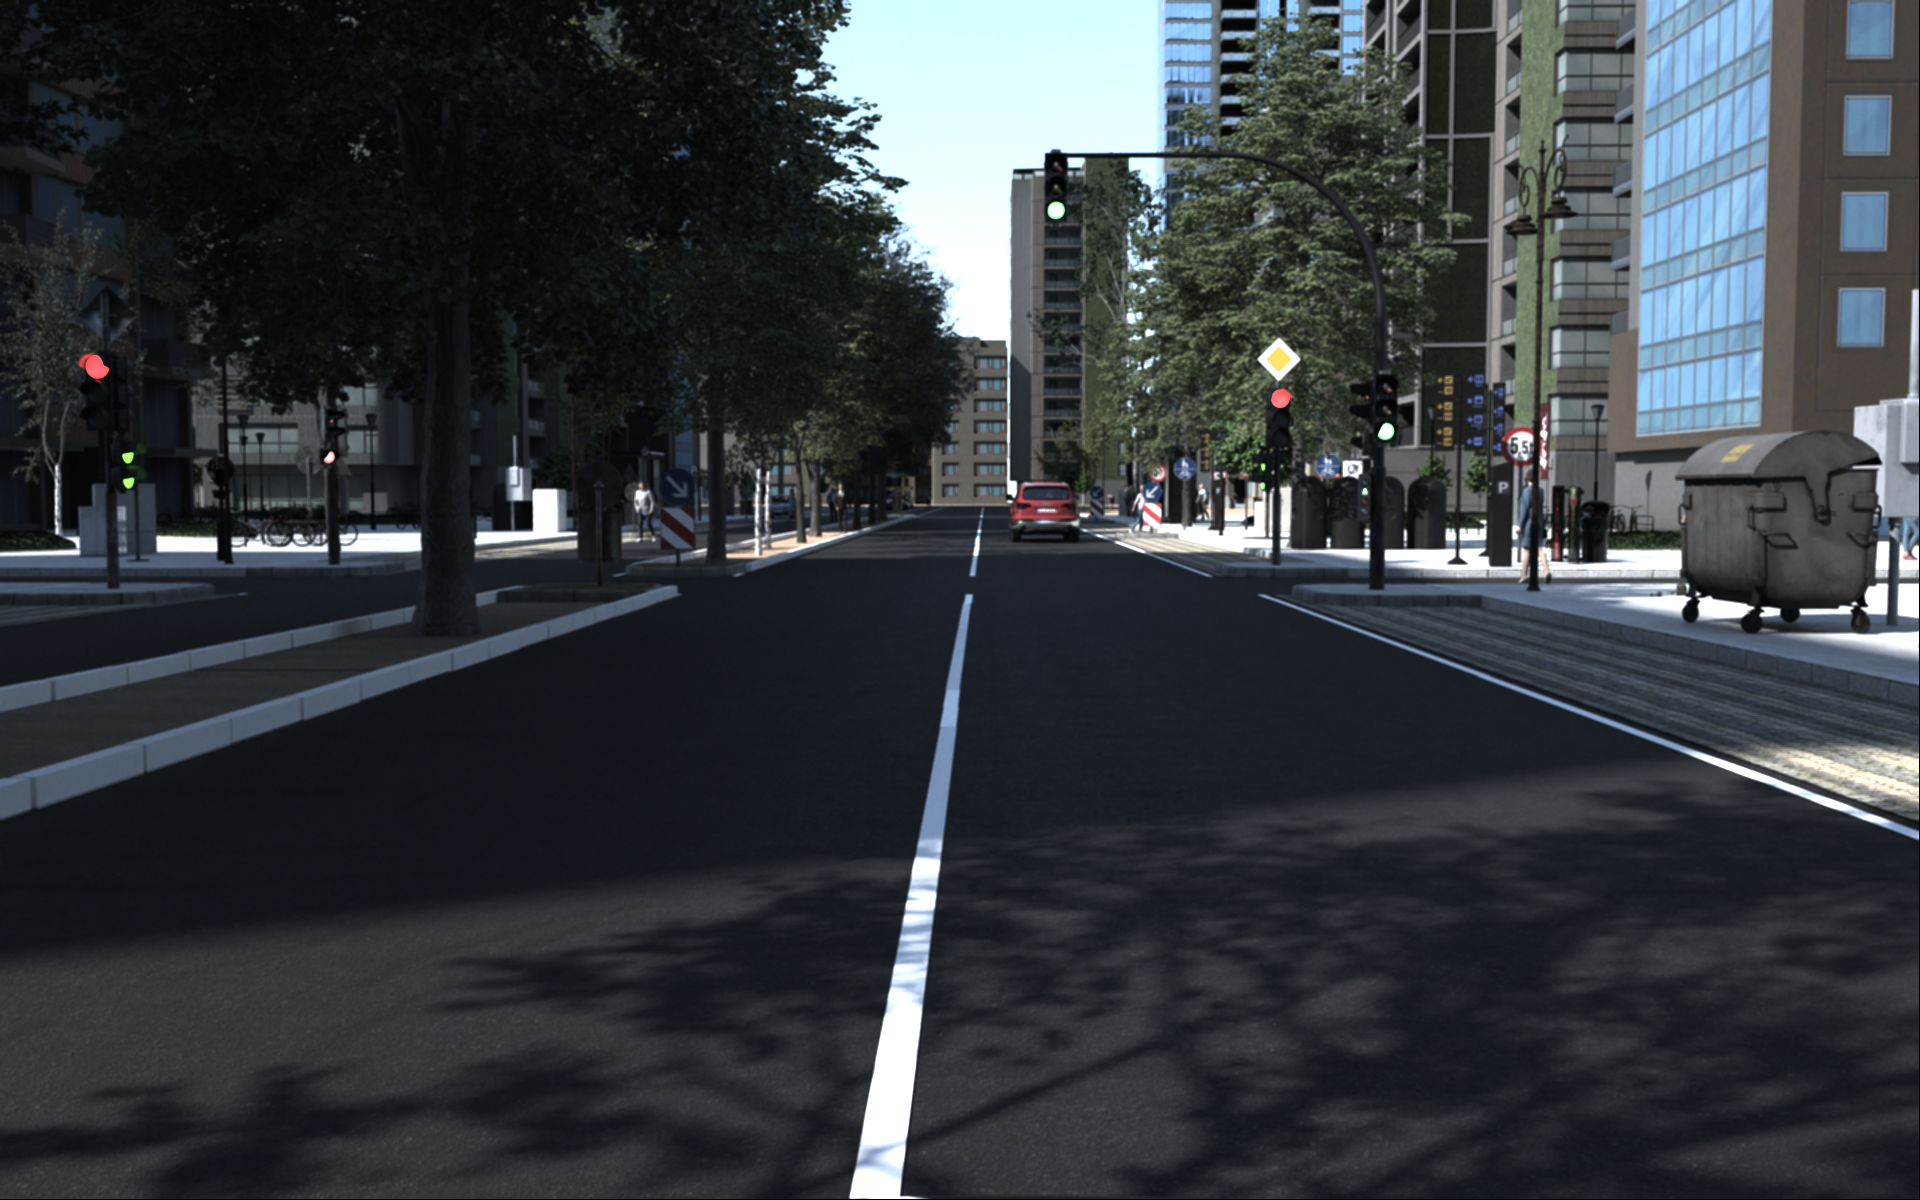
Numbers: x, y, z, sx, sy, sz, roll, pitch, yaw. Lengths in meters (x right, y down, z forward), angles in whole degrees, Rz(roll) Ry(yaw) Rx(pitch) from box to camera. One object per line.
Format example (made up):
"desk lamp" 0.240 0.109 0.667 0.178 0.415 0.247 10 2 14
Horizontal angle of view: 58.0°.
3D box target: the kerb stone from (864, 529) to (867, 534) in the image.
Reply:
"kerb stone" -3.480 -2.381 61.155 0.120 0.150 1.000 0 4 1

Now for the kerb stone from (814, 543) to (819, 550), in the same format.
"kerb stone" -3.736 -1.307 43.725 0.120 0.150 1.000 0 4 1

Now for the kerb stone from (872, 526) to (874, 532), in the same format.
"kerb stone" -3.419 -2.633 65.265 0.120 0.150 1.000 0 4 1

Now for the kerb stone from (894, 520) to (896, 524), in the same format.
"kerb stone" -3.199 -3.575 80.646 0.120 0.150 1.000 0 4 1

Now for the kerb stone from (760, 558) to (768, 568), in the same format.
"kerb stone" -3.888 -0.686 33.485 0.120 0.150 1.000 0 4 1

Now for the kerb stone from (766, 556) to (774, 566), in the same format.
"kerb stone" -3.870 -0.753 34.507 0.120 0.150 1.000 0 4 1

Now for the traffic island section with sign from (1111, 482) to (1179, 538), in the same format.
"traffic island section with sign" 6.106 -2.942 56.732 1.989 1.847 2.006 0 4 1

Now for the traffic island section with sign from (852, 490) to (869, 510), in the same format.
"traffic island section with sign" -9.207 -9.283 160.410 1.989 1.847 2.006 0 4 1

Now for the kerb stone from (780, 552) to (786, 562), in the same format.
"kerb stone" -3.840 -0.878 36.557 0.120 0.150 1.000 0 4 1

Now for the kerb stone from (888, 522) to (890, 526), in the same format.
"kerb stone" -3.271 -3.261 75.513 0.120 0.150 1.000 0 4 1

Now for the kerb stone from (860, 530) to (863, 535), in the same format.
"kerb stone" -3.502 -2.257 59.104 0.120 0.150 1.000 0 4 1

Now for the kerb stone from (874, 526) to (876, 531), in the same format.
"kerb stone" -3.409 -2.697 66.289 0.120 0.150 1.000 0 4 1

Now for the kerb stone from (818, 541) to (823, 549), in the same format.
"kerb stone" -3.722 -1.378 44.747 0.120 0.150 1.000 0 4 1

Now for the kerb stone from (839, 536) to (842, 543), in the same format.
"kerb stone" -3.629 -1.756 50.900 0.120 0.150 1.000 0 4 1

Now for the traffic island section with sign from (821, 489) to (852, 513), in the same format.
"traffic island section with sign" -9.603 -7.632 133.416 1.989 1.847 2.006 0 4 1

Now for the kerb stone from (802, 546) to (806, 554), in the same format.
"kerb stone" -3.782 -1.126 40.659 0.120 0.150 1.000 0 4 1

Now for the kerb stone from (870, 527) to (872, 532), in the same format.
"kerb stone" -3.444 -2.567 64.243 0.120 0.150 1.000 0 4 1

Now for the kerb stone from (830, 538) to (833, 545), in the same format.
"kerb stone" -3.677 -1.560 47.815 0.120 0.150 1.000 0 4 1

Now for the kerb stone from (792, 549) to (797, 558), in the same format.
"kerb stone" -3.808 -1.002 38.611 0.120 0.150 1.000 0 4 1

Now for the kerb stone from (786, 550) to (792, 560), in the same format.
"kerb stone" -3.824 -0.941 37.585 0.120 0.150 1.000 0 4 1

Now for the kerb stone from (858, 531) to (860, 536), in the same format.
"kerb stone" -3.524 -2.191 58.075 0.120 0.150 1.000 0 4 1

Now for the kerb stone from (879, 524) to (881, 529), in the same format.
"kerb stone" -3.364 -2.885 69.370 0.120 0.150 1.000 0 4 1

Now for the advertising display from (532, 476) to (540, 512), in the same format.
"advertising display" -15.484 -3.550 63.264 0.123 1.923 0.974 0 4 -5

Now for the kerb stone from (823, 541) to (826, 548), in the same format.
"kerb stone" -3.711 -1.439 45.769 0.120 0.150 1.000 0 4 1

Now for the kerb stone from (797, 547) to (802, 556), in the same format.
"kerb stone" -3.798 -1.067 39.633 0.120 0.150 1.000 0 4 1

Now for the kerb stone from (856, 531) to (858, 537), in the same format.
"kerb stone" -3.543 -2.132 57.053 0.120 0.150 1.000 0 4 1

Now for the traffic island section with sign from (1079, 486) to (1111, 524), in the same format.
"traffic island section with sign" 6.511 -4.643 84.537 1.989 1.847 2.006 0 4 1

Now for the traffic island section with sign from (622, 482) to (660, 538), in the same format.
"traffic island section with sign" -10.720 -2.943 56.753 1.989 1.847 2.006 0 4 1

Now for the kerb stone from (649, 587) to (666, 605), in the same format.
"kerb stone" -4.037 -0.031 22.724 0.120 0.150 1.000 0 4 1

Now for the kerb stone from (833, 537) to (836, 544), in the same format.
"kerb stone" -3.664 -1.630 48.853 0.120 0.150 1.000 0 4 1

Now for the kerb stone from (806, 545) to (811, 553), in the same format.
"kerb stone" -3.764 -1.192 41.681 0.120 0.150 1.000 0 4 1

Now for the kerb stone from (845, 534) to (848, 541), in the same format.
"kerb stone" -3.597 -1.881 52.956 0.120 0.150 1.000 0 4 1

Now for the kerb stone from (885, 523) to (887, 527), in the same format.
"kerb stone" -3.302 -3.136 73.466 0.120 0.150 1.000 0 4 1

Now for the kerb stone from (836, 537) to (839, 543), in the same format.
"kerb stone" -3.646 -1.693 49.878 0.120 0.150 1.000 0 4 1

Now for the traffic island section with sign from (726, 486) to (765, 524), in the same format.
"traffic island section with sign" -10.328 -4.594 83.735 1.989 1.847 2.006 0 4 1

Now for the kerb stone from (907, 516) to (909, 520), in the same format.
"kerb stone" -3.010 -4.386 93.965 0.120 0.150 1.000 0 4 1

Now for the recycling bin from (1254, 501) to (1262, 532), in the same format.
"recycling bin" 10.519 -2.839 58.968 0.722 1.027 0.722 -3 5 -43

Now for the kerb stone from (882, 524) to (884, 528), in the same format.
"kerb stone" -3.340 -3.010 71.415 0.120 0.150 1.000 0 4 1

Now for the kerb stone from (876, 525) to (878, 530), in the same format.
"kerb stone" -3.393 -2.760 67.318 0.120 0.150 1.000 0 4 1

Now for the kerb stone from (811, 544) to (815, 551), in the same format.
"kerb stone" -3.755 -1.251 42.703 0.120 0.150 1.000 0 4 1

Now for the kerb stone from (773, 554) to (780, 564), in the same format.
"kerb stone" -3.857 -0.816 35.535 0.120 0.150 1.000 0 4 1

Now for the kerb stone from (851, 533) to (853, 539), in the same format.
"kerb stone" -3.572 -2.004 55.009 0.120 0.150 1.000 0 4 1

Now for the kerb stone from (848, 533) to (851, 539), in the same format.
"kerb stone" -3.578 -1.944 53.983 0.120 0.150 1.000 0 4 1

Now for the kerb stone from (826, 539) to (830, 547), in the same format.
"kerb stone" -3.694 -1.502 46.792 0.120 0.150 1.000 0 4 1

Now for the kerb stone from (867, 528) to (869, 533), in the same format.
"kerb stone" -3.469 -2.443 62.188 0.120 0.150 1.000 0 4 1

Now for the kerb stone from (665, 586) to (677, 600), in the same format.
"kerb stone" -4.023 -0.095 23.746 0.120 0.150 1.000 0 4 1

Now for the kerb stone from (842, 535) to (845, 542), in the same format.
"kerb stone" -3.615 -1.816 51.927 0.120 0.150 1.000 0 4 1

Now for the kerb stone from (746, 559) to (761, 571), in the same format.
"kerb stone" -3.899 -0.622 32.461 0.120 0.150 1.000 0 4 1

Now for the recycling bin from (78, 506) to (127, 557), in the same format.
"recycling bin" -17.606 -1.408 35.583 0.722 1.027 0.722 -1 4 -9

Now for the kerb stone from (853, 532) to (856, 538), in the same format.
"kerb stone" -3.552 -2.069 56.031 0.120 0.150 1.000 0 4 1
